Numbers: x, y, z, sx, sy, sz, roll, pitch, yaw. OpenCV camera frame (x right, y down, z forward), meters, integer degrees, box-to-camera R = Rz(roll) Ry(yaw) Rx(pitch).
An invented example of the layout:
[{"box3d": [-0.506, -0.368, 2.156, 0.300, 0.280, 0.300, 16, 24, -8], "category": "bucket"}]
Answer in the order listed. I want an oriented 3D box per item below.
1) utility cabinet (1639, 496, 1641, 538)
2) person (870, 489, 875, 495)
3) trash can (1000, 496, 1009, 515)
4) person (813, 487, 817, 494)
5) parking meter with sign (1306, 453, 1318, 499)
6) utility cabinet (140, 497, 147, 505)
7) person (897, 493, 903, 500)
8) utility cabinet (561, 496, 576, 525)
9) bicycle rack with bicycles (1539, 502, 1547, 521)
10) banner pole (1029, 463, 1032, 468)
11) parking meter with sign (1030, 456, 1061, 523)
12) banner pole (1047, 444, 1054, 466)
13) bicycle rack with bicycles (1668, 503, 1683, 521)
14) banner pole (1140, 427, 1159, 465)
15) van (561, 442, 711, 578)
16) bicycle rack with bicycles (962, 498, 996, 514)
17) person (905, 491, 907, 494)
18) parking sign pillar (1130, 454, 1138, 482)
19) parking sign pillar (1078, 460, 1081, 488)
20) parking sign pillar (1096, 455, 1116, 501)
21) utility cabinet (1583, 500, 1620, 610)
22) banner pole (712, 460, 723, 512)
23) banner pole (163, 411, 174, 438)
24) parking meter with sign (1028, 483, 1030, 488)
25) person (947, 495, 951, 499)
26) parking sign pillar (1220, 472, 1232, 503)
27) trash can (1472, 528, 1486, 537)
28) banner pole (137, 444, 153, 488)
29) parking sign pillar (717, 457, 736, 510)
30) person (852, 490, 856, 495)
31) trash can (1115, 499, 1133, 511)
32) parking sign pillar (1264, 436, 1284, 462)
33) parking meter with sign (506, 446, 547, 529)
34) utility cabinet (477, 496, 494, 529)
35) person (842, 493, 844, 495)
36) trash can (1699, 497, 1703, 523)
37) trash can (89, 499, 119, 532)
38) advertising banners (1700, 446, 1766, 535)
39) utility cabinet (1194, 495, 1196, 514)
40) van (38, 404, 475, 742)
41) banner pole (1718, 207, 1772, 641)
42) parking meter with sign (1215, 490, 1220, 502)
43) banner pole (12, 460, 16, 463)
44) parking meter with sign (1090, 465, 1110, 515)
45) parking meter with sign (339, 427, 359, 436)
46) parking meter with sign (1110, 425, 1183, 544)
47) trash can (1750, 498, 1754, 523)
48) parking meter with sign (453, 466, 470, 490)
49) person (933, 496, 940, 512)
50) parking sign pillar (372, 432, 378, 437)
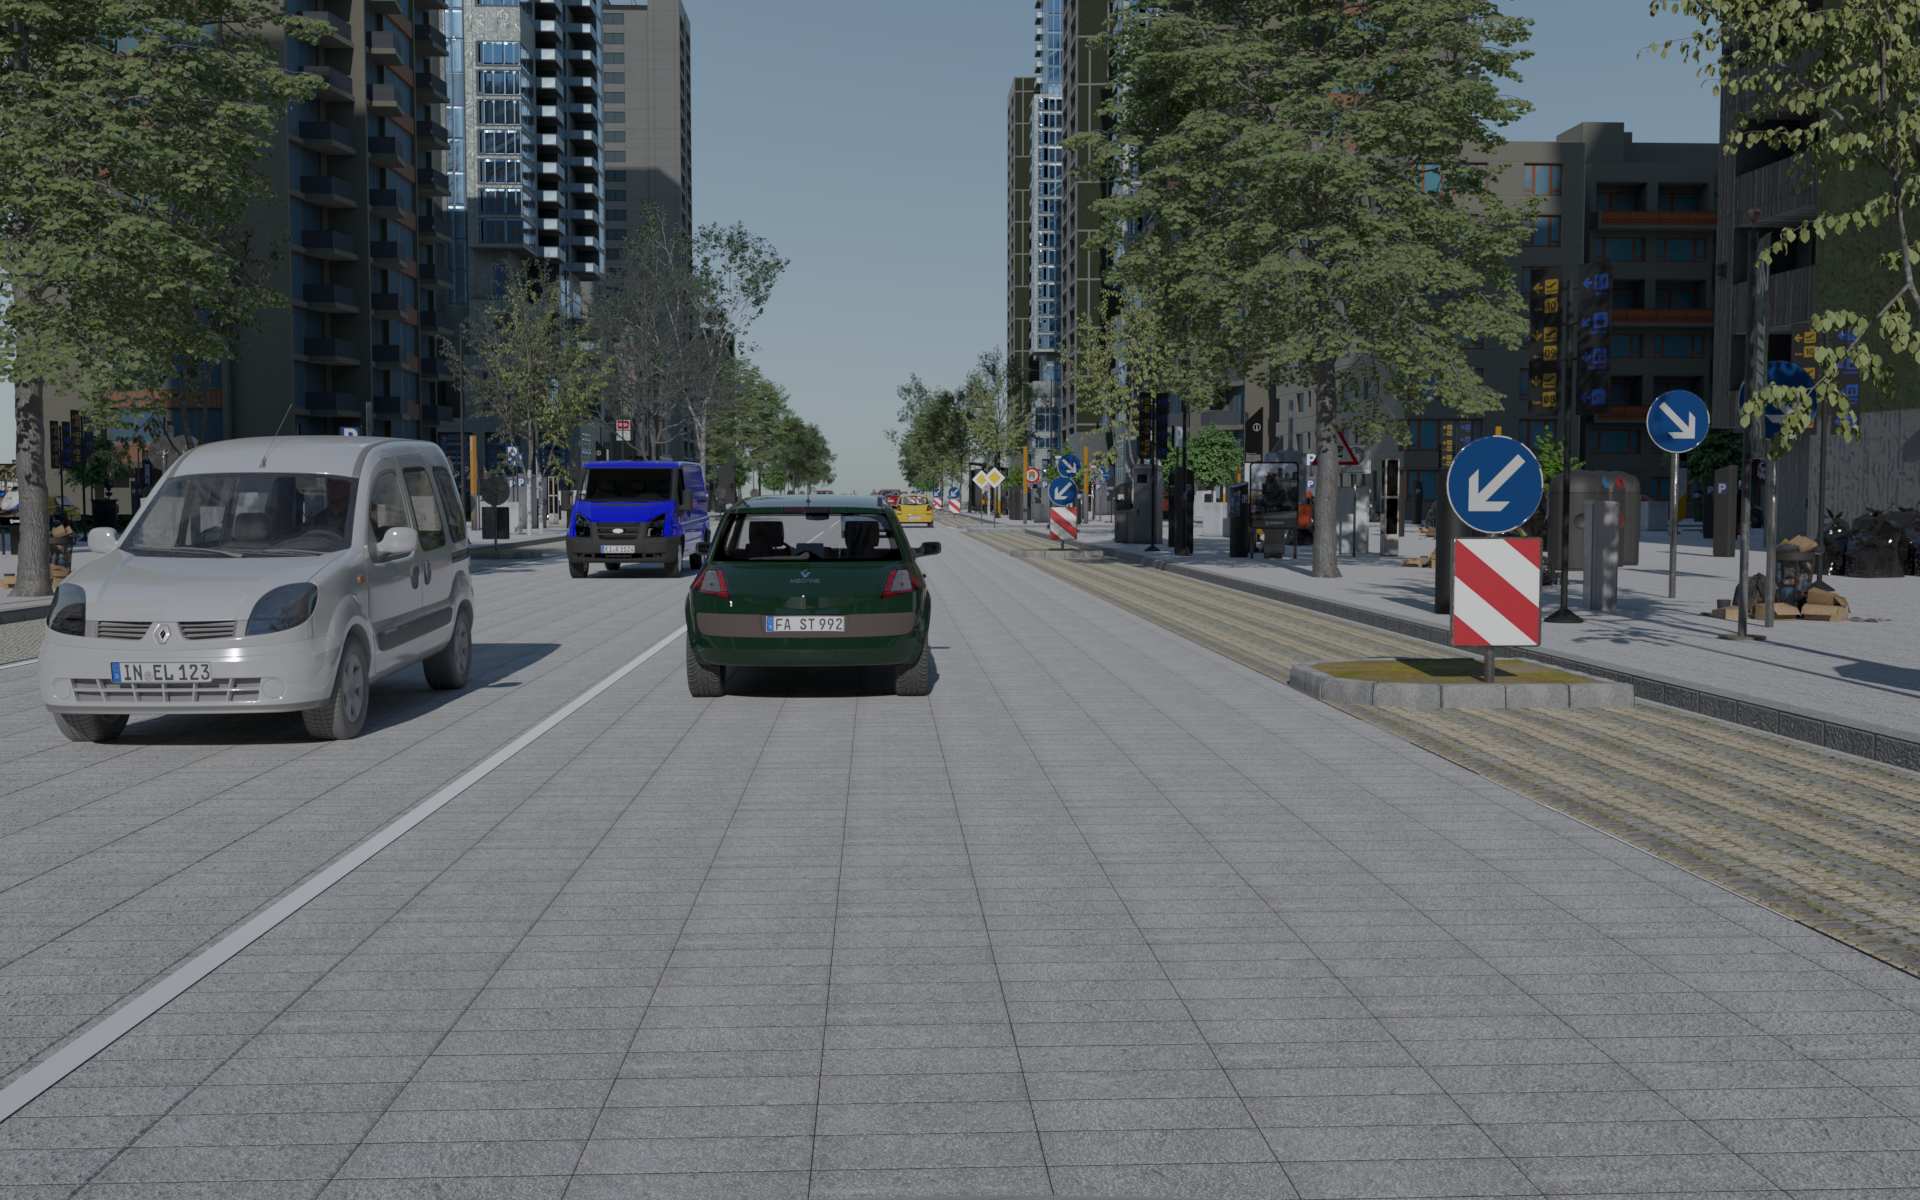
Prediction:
[{"box3d": [19.291, -2.405, 50.490, 0.306, 1.237, 1.020, -3, 5, -42], "category": "utility cabinet"}, {"box3d": [-6.508, -7.521, 131.651, 0.590, 1.801, 0.661, -3, 5, -39], "category": "person"}, {"box3d": [2.641, -5.703, 104.894, 0.748, 1.137, 0.748, 0, 3, 0], "category": "trash can"}, {"box3d": [-8.902, -6.021, 106.808, 0.748, 1.841, 0.638, 1, 4, 22], "category": "person"}, {"box3d": [14.792, -4.704, 73.173, 0.543, 3.016, 1.738, 1, 4, 14], "category": "parking meter with sign"}, {"box3d": [-15.167, -1.354, 33.297, 1.020, 1.237, 0.306, 0, 4, -4], "category": "utility cabinet"}, {"box3d": [-3.622, -5.751, 105.127, 0.503, 1.515, 0.523, -2, 4, -29], "category": "person"}, {"box3d": [-15.924, -3.672, 71.199, 1.020, 1.237, 0.306, 2, 4, 29], "category": "utility cabinet"}, {"box3d": [26.149, -4.077, 80.038, 2.925, 0.926, 2.852, -3, 5, -39], "category": "bicycle rack with bicycles"}, {"box3d": [5.707, -9.190, 140.268, 0.401, 3.779, 0.863, 2, 4, 25], "category": "banner pole"}, {"box3d": [3.949, -4.953, 77.243, 0.543, 3.016, 1.738, 3, 4, 38], "category": "parking meter with sign"}, {"box3d": [4.499, -5.861, 85.851, 0.401, 3.779, 0.863, 2, 4, 31], "category": "banner pole"}, {"box3d": [32.778, -4.245, 82.783, 2.852, 0.926, 2.925, -1, 4, -8], "category": "bicycle rack with bicycles"}, {"box3d": [6.236, -4.068, 56.532, 0.863, 3.779, 0.401, -1, 4, -21], "category": "banner pole"}, {"box3d": [-5.746, -1.642, 31.232, 2.240, 2.365, 5.245, 0, 4, -2], "category": "van"}, {"box3d": [1.939, -6.095, 113.039, 2.925, 0.926, 2.852, 1, 4, 12], "category": "bicycle rack with bicycles"}, {"box3d": [-5.690, -10.505, 180.976, 1.217, 1.735, 0.721, 2, 4, 24], "category": "person"}, {"box3d": [11.880, -7.812, 116.195, 1.447, 3.967, 1.447, -1, 4, -17], "category": "parking sign pillar"}, {"box3d": [8.983, -8.986, 135.389, 1.447, 3.967, 1.447, 2, 4, 29], "category": "parking sign pillar"}, {"box3d": [9.788, -7.825, 116.407, 1.447, 3.967, 1.447, -2, 4, -24], "category": "parking sign pillar"}, {"box3d": [7.251, -0.515, 19.587, 0.306, 1.237, 1.020, 1, 4, 15], "category": "utility cabinet"}, {"box3d": [-17.803, -8.398, 127.322, 0.863, 3.779, 0.401, 0, 4, -4], "category": "banner pole"}, {"box3d": [-23.792, -3.798, 52.121, 0.401, 3.779, 0.863, 0, 4, 1], "category": "banner pole"}, {"box3d": [3.825, -5.638, 88.435, 1.738, 3.016, 0.543, -1, 4, -10], "category": "parking meter with sign"}, {"box3d": [-1.351, -13.522, 229.460, 0.709, 1.838, 0.599, -1, 4, -18], "category": "person"}, {"box3d": [13.304, -6.002, 86.612, 1.447, 3.967, 1.447, 0, 4, -1], "category": "parking sign pillar"}, {"box3d": [8.183, -0.915, 26.611, 0.748, 1.137, 0.748, 0, 3, 0], "category": "trash can"}, {"box3d": [-40.776, -5.905, 86.560, 0.863, 3.779, 0.401, -2, 4, -31], "category": "banner pole"}, {"box3d": [-16.652, -8.264, 123.581, 1.447, 3.967, 1.447, 0, 4, 0], "category": "parking sign pillar"}, {"box3d": [-11.186, -10.730, 183.810, 0.709, 1.838, 0.599, -3, 5, -40], "category": "person"}, {"box3d": [4.465, -2.094, 45.891, 0.748, 1.137, 0.748, 0, 3, 0], "category": "trash can"}, {"box3d": [14.409, -5.576, 79.632, 1.447, 3.967, 1.447, 2, 4, 33], "category": "parking sign pillar"}, {"box3d": [-15.909, -4.126, 63.722, 0.543, 3.016, 1.738, 1, 4, 23], "category": "parking meter with sign"}, {"box3d": [-17.093, -3.177, 63.108, 1.020, 1.237, 0.306, 0, 4, 5], "category": "utility cabinet"}, {"box3d": [-19.549, -17.189, 290.344, 0.445, 1.727, 0.742, 3, 5, 41], "category": "person"}, {"box3d": [32.819, -3.933, 75.961, 0.748, 1.137, 0.748, 0, 3, 0], "category": "trash can"}, {"box3d": [-23.738, -2.227, 48.066, 0.748, 1.137, 0.748, 0, 3, 0], "category": "trash can"}, {"box3d": [24.209, -3.535, 53.978, 2.074, 3.025, 0.090, 1, 4, 13], "category": "advertising banners"}, {"box3d": [14.997, -5.982, 108.962, 1.020, 1.237, 0.306, -1, 4, -19], "category": "utility cabinet"}, {"box3d": [-4.415, -0.266, 11.364, 2.013, 2.044, 4.112, 0, 4, -3], "category": "van"}, {"box3d": [6.886, -1.529, 15.013, 0.401, 3.779, 0.863, 1, 4, 12], "category": "banner pole"}, {"box3d": [14.731, -6.227, 98.077, 0.543, 3.016, 1.738, 1, 4, 16], "category": "parking meter with sign"}, {"box3d": [-60.320, -7.398, 110.982, 0.401, 3.779, 0.863, 2, 4, 31], "category": "banner pole"}, {"box3d": [8.541, -6.617, 104.455, 0.543, 3.016, 1.738, 3, 5, 39], "category": "parking meter with sign"}, {"box3d": [-16.559, -3.022, 45.667, 1.738, 3.016, 0.543, 3, 4, 37], "category": "parking meter with sign"}, {"box3d": [4.841, -2.954, 44.564, 1.738, 3.016, 0.543, 2, 4, 33], "category": "parking meter with sign"}, {"box3d": [25.699, -2.774, 57.010, 0.748, 1.137, 0.748, 0, 3, 0], "category": "trash can"}, {"box3d": [-31.219, -6.800, 107.434, 1.738, 3.016, 0.543, 2, 4, 30], "category": "parking meter with sign"}, {"box3d": [-1.877, -7.808, 137.006, 0.563, 1.720, 0.643, -1, 4, -14], "category": "person"}, {"box3d": [-25.163, -5.343, 75.831, 1.447, 3.967, 1.447, 1, 4, 18], "category": "parking sign pillar"}]
